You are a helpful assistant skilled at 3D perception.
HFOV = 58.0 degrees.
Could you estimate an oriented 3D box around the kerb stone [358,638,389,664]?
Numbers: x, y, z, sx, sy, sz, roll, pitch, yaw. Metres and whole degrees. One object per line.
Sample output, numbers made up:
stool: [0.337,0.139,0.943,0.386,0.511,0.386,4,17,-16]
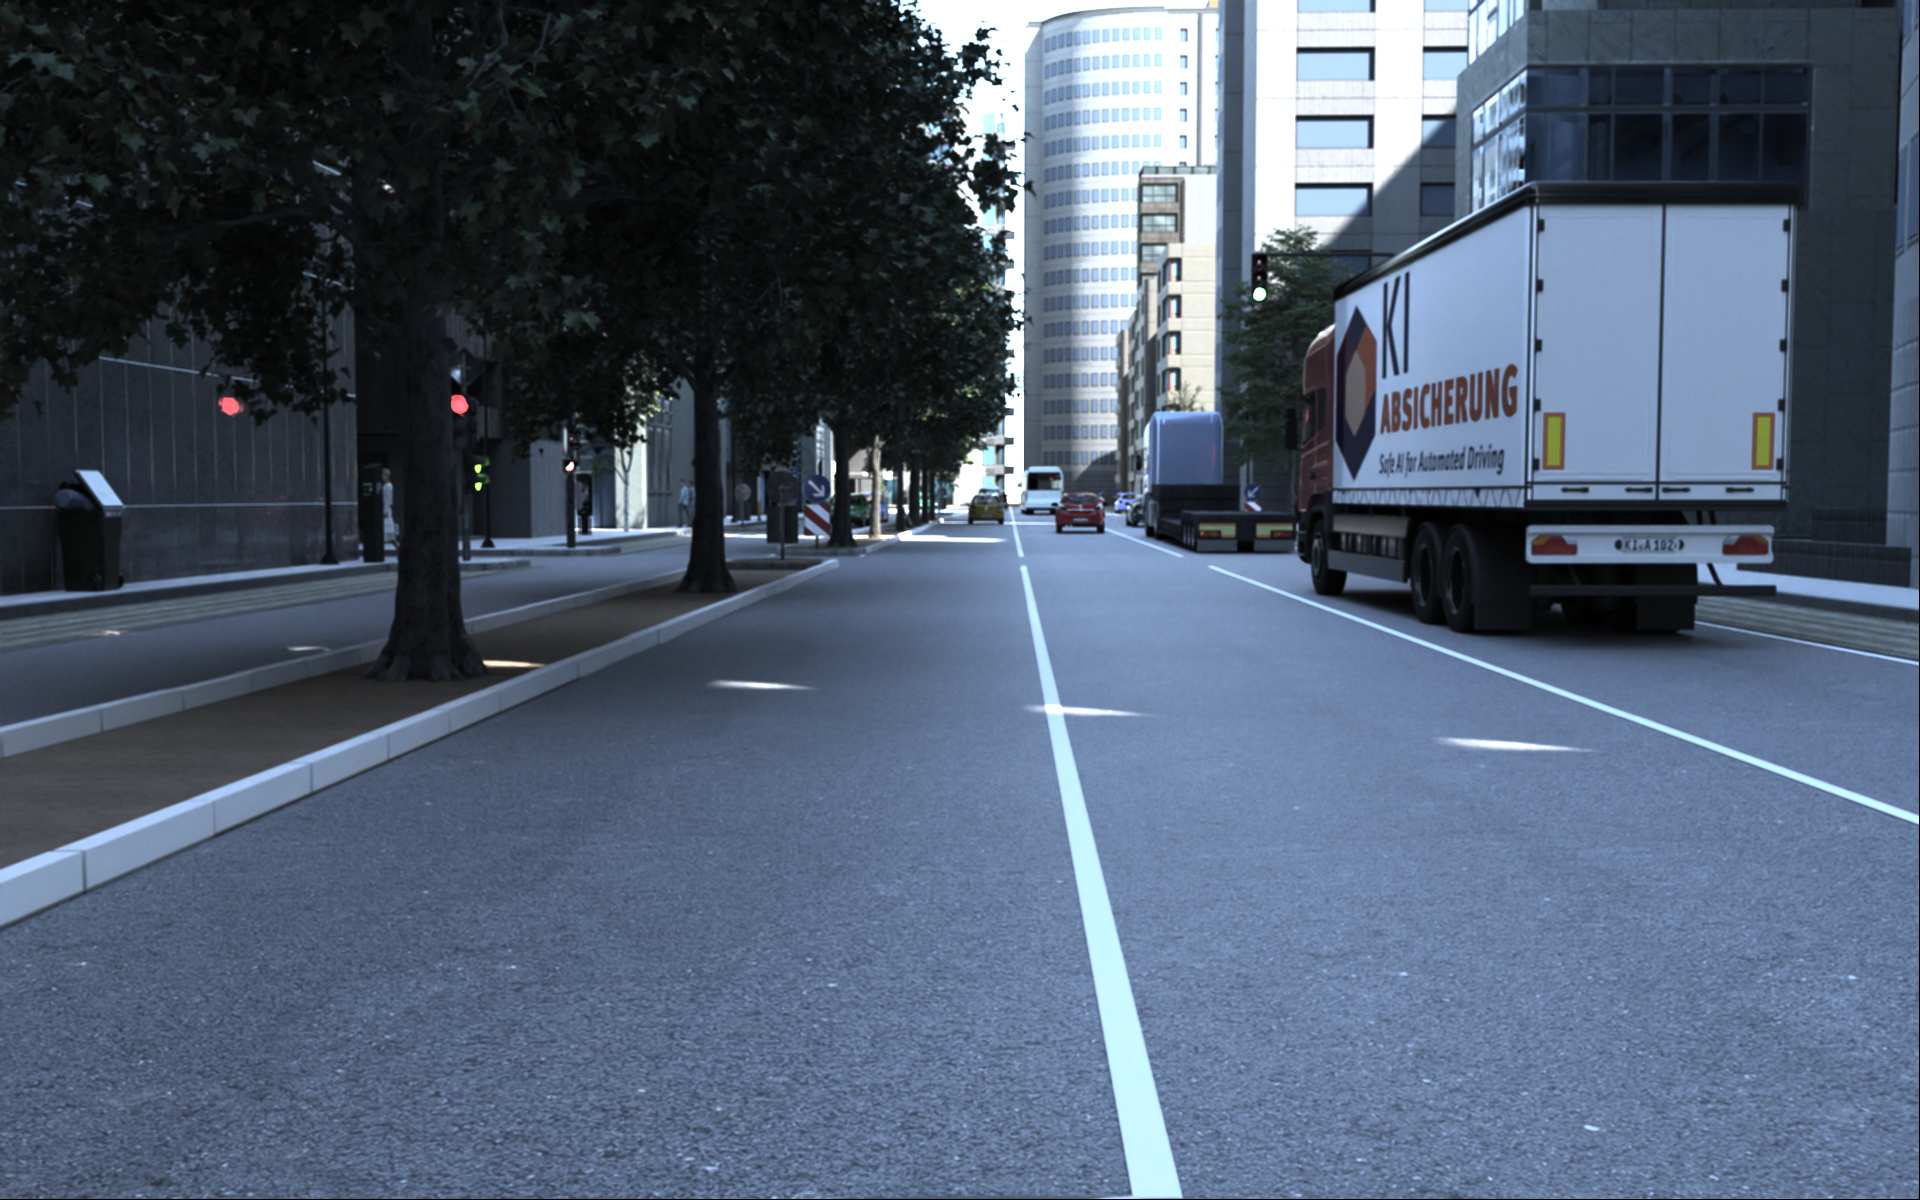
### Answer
kerb stone: [-5.065,0.441,14.982,0.120,0.150,1.000,0,4,2]

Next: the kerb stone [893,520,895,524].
kerb stone: [-3.249,-3.602,81.087,0.120,0.150,1.000,0,4,2]

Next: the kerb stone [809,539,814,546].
kerb stone: [-4.178,-1.533,47.308,0.120,0.150,1.000,0,4,2]

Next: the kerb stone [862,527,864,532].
kerb stone: [-3.722,-2.537,63.701,0.120,0.150,1.000,0,4,2]

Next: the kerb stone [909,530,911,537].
kerb stone: [-1.796,-2.160,57.541,0.120,0.150,1.000,0,4,2]

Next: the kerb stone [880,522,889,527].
kerb stone: [-3.361,-3.352,76.999,0.120,0.150,1.000,0,4,2]

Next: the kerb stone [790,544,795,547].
kerb stone: [-4.292,-1.285,43.211,0.120,0.150,1.000,0,4,2]

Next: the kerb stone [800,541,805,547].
kerb stone: [-4.233,-1.404,45.258,0.120,0.150,1.000,0,4,2]

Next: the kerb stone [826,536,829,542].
kerb stone: [-4.074,-1.782,51.404,0.120,0.150,1.000,0,4,2]

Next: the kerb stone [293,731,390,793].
kerb stone: [-3.142,0.822,8.784,0.120,0.150,1.000,0,4,2]

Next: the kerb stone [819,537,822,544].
kerb stone: [-4.115,-1.661,49.354,0.120,0.150,1.000,0,4,2]

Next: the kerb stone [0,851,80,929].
kerb stone: [-3.223,1.008,5.719,0.120,0.150,1.000,0,4,2]

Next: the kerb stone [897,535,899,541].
kerb stone: [-1.966,-1.785,51.378,0.120,0.150,1.000,0,4,2]

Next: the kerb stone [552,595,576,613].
kerb stone: [-4.901,0.066,21.124,0.120,0.150,1.000,0,4,2]

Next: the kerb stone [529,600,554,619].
kerb stone: [-4.935,0.128,20.102,0.120,0.150,1.000,0,4,2]

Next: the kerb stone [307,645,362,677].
kerb stone: [-5.091,0.505,13.960,0.120,0.150,1.000,0,4,2]

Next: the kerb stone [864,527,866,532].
kerb stone: [-3.693,-2.595,64.723,0.120,0.150,1.000,0,4,2]

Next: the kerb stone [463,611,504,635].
kerb stone: [-4.984,0.253,18.055,0.120,0.150,1.000,0,4,2]

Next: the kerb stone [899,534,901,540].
kerb stone: [-1.939,-1.846,52.400,0.120,0.150,1.000,0,4,2]

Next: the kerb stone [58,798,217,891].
kerb stone: [-3.192,0.945,6.741,0.120,0.150,1.000,0,4,2]

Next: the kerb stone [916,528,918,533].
kerb stone: [-1.681,-2.413,61.641,0.120,0.150,1.000,0,4,2]

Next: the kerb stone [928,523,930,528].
kerb stone: [-1.427,-2.975,70.865,0.120,0.150,1.000,0,4,2]

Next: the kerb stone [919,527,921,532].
kerb stone: [-1.625,-2.535,63.696,0.120,0.150,1.000,0,4,2]

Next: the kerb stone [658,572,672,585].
kerb stone: [-4.739,-0.311,27.284,0.120,0.150,1.000,0,4,2]

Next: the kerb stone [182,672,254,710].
kerb stone: [-5.154,0.637,11.912,0.120,0.150,1.000,0,4,2]

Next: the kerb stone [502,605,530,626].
kerb stone: [-4.961,0.194,19.077,0.120,0.150,1.000,0,4,2]

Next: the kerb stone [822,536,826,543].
kerb stone: [-4.094,-1.721,50.377,0.120,0.150,1.000,0,4,2]

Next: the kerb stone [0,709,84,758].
kerb stone: [-5.211,0.755,9.856,0.120,0.150,1.000,0,4,2]

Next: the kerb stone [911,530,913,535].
kerb stone: [-1.761,-2.224,58.562,0.120,0.150,1.000,0,4,2]

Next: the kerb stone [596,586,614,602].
kerb stone: [-4.840,-0.060,23.184,0.120,0.150,1.000,0,4,2]

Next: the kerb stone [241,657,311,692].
kerb stone: [-5.129,0.567,12.934,0.120,0.150,1.000,0,4,2]

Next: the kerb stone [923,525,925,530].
kerb stone: [-1.543,-2.726,66.763,0.120,0.150,1.000,0,4,2]

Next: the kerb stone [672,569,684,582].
kerb stone: [-4.705,-0.372,28.305,0.120,0.150,1.000,0,4,2]

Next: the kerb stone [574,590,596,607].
kerb stone: [-4.871,0.004,22.153,0.120,0.150,1.000,0,4,2]

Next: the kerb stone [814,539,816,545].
kerb stone: [-4.144,-1.591,48.330,0.120,0.150,1.000,0,4,2]

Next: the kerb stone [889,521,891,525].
kerb stone: [-3.326,-3.414,78.021,0.120,0.150,1.000,0,4,2]

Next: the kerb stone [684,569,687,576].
kerb stone: [-4.675,-0.437,29.333,0.120,0.150,1.000,0,4,2]

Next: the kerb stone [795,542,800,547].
kerb stone: [-4.264,-1.348,44.233,0.120,0.150,1.000,0,4,2]

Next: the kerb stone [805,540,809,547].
kerb stone: [-4.211,-1.470,46.279,0.120,0.150,1.000,0,4,2]

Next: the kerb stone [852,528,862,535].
kerb stone: [-3.755,-2.471,62.680,0.120,0.150,1.000,0,4,2]

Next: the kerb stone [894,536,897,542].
kerb stone: [-1.990,-1.721,50.349,0.120,0.150,1.000,0,4,2]

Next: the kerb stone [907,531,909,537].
kerb stone: [-1.820,-2.099,56.519,0.120,0.150,1.000,0,4,2]

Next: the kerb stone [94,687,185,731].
kerb stone: [-5.184,0.693,10.882,0.120,0.150,1.000,0,4,2]

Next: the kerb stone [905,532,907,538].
kerb stone: [-1.855,-2.034,55.489,0.120,0.150,1.000,0,4,2]

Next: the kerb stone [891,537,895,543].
kerb stone: [-2.024,-1.659,49.325,0.120,0.150,1.000,0,4,2]

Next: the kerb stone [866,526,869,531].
kerb stone: [-3.667,-2.662,65.745,0.120,0.150,1.000,0,4,2]

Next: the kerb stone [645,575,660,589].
kerb stone: [-4.752,-0.237,26.262,0.120,0.150,1.000,0,4,2]

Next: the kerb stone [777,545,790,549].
kerb stone: [-4.322,-1.223,42.186,0.120,0.150,1.000,0,4,2]

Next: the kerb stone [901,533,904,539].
kerb stone: [-1.909,-1.907,53.431,0.120,0.150,1.000,0,4,2]

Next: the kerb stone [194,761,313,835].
kerb stone: [-3.171,0.885,7.762,0.120,0.150,1.000,0,4,2]

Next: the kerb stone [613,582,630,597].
kerb stone: [-4.817,-0.121,24.210,0.120,0.150,1.000,0,4,2]

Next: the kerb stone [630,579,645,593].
kerb stone: [-4.787,-0.186,25.232,0.120,0.150,1.000,0,4,2]

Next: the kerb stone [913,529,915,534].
kerb stone: [-1.735,-2.287,59.584,0.120,0.150,1.000,0,4,2]
